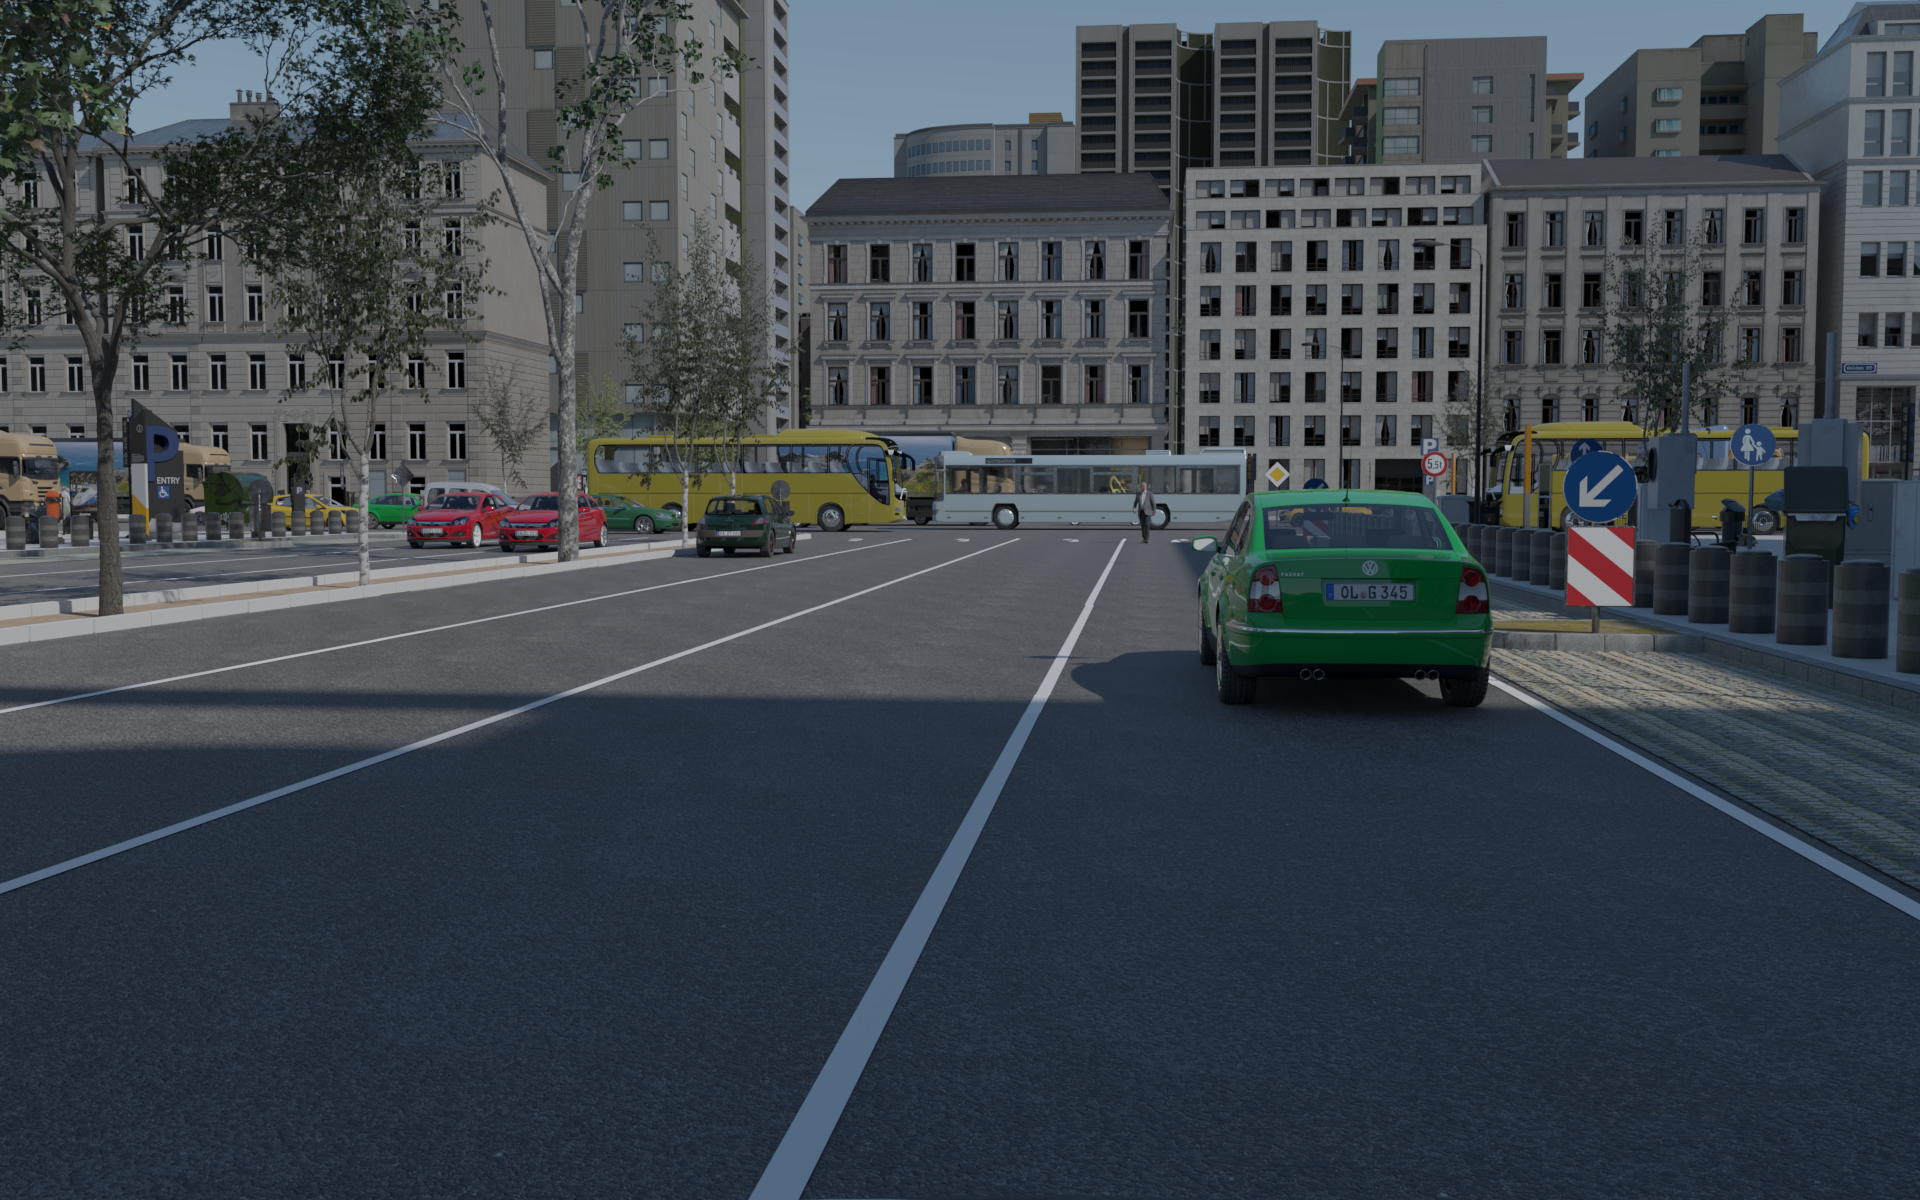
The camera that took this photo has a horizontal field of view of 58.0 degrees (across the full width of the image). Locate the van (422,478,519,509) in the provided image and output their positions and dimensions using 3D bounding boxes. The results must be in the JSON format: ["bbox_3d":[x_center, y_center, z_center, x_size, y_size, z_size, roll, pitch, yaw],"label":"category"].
[{"bbox_3d":[-16.216,-3.187,59.118,4.112,2.044,2.013,0,4,6],"label":"van"}]

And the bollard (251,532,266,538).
[{"bbox_3d":[-20.540,-2.199,50.667,0.404,0.777,0.398,0,3,0],"label":"bollard"}]

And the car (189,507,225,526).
[{"bbox_3d":[-33.014,-4.107,79.514,4.827,1.381,2.083,1,4,8],"label":"car"}]

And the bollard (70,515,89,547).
[{"bbox_3d":[-21.456,-1.682,42.219,0.404,0.777,0.398,0,3,0],"label":"bollard"}]

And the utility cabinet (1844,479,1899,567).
[{"bbox_3d":[12.862,-0.986,24.804,1.173,1.500,0.318,0,4,1],"label":"utility cabinet"}]

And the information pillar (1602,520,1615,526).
[{"bbox_3d":[13.415,-1.930,36.041,0.304,2.012,0.304,-2,4,-33],"label":"information pillar"}]

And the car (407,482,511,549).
[{"bbox_3d":[-13.470,-2.318,46.945,2.155,1.783,4.494,0,4,5],"label":"car"}]

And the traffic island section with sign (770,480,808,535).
[{"bbox_3d":[-5.908,-2.910,55.710,2.006,1.907,1.989,0,4,6],"label":"traffic island section with sign"}]

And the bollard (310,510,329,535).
[{"bbox_3d":[-20.146,-2.418,54.256,0.404,0.777,0.398,0,3,0],"label":"bollard"}]

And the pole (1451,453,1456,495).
[{"bbox_3d":[24.643,-5.671,86.566,0.158,3.312,0.155,0,3,0],"label":"pole"}]

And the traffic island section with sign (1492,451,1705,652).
[{"bbox_3d":[5.826,-0.489,16.619,1.989,1.847,2.006,0,4,6],"label":"traffic island section with sign"}]

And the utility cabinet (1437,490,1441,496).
[{"bbox_3d":[25.674,-5.220,94.033,0.318,1.500,1.173,3,5,44],"label":"utility cabinet"}]

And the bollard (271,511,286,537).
[{"bbox_3d":[-20.408,-2.272,51.861,0.404,0.777,0.398,0,3,0],"label":"bollard"}]

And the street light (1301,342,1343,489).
[{"bbox_3d":[11.120,-4.921,53.002,1.470,5.913,1.316,0,4,6],"label":"street light"}]

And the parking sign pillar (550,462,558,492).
[{"bbox_3d":[-33.363,-9.364,141.578,1.447,3.967,1.447,3,4,37],"label":"parking sign pillar"}]

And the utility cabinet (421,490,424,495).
[{"bbox_3d":[-30.605,-5.514,98.833,0.318,1.500,1.173,-1,4,-17],"label":"utility cabinet"}]

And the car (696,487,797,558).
[{"bbox_3d":[-4.957,-1.880,40.520,2.009,1.686,4.222,0,4,5],"label":"car"}]

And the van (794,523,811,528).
[{"bbox_3d":[-8.417,-4.240,73.703,5.245,2.365,2.240,0,4,6],"label":"van"}]

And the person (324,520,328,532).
[{"bbox_3d":[-22.106,-2.655,60.198,0.655,0.850,0.859,1,4,12],"label":"person"}]

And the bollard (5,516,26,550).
[{"bbox_3d":[-21.721,-1.535,39.818,0.404,0.777,0.398,0,3,0],"label":"bollard"}]

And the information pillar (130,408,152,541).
[{"bbox_3d":[-22.402,-3.423,47.314,0.504,3.616,0.183,1,4,19],"label":"information pillar"}]

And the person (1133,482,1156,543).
[{"bbox_3d":[5.340,-2.529,50.254,0.661,1.777,0.834,1,4,14],"label":"person"}]

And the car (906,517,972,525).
[{"bbox_3d":[-0.596,-4.207,81.371,3.894,1.354,1.945,0,4,4],"label":"car"}]

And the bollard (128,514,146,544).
[{"bbox_3d":[-21.195,-1.829,44.627,0.404,0.777,0.398,0,3,0],"label":"bollard"}]

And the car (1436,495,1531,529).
[{"bbox_3d":[18.324,-3.099,62.676,4.499,1.417,2.014,0,4,7],"label":"car"}]

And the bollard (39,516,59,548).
[{"bbox_3d":[-21.585,-1.608,41.015,0.404,0.777,0.398,0,3,0],"label":"bollard"}]

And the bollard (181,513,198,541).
[{"bbox_3d":[-20.931,-1.978,47.050,0.404,0.777,0.398,0,3,0],"label":"bollard"}]

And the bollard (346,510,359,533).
[{"bbox_3d":[-19.887,-2.565,56.656,0.404,0.777,0.398,0,3,0],"label":"bollard"}]

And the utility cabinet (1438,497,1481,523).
[{"bbox_3d":[12.432,-1.957,43.155,1.020,1.237,0.306,0,4,-7],"label":"utility cabinet"}]

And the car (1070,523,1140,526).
[{"bbox_3d":[6.802,-4.131,79.546,4.499,1.417,2.014,0,4,5],"label":"car"}]

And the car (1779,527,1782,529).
[{"bbox_3d":[32.683,-3.204,64.395,4.499,1.417,2.014,0,4,8],"label":"car"}]

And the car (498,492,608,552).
[{"bbox_3d":[-10.356,-2.151,44.203,2.155,1.783,4.494,0,4,5],"label":"car"}]

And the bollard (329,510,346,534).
[{"bbox_3d":[-20.019,-2.492,55.461,0.404,0.777,0.398,0,3,0],"label":"bollard"}]

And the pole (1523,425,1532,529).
[{"bbox_3d":[16.762,-3.508,51.192,0.158,3.312,0.155,0,3,0],"label":"pole"}]

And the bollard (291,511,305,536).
[{"bbox_3d":[-20.277,-2.345,53.056,0.404,0.777,0.398,0,3,0],"label":"bollard"}]

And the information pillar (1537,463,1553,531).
[{"bbox_3d":[14.061,-2.271,41.629,0.304,2.012,0.304,2,4,26],"label":"information pillar"}]

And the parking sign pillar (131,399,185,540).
[{"bbox_3d":[-22.877,-3.729,49.444,1.447,3.967,1.447,2,4,34],"label":"parking sign pillar"}]

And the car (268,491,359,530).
[{"bbox_3d":[-25.135,-3.503,67.503,3.980,1.641,2.015,0,4,7],"label":"car"}]

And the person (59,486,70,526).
[{"bbox_3d":[-40.052,-4.203,77.453,0.478,1.798,0.641,1,4,22],"label":"person"}]

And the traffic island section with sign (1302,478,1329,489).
[{"bbox_3d":[8.735,-2.128,43.417,1.989,1.847,2.006,0,4,6],"label":"traffic island section with sign"}]

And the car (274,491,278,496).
[{"bbox_3d":[-34.531,-4.518,83.660,4.222,1.686,2.009,0,4,6],"label":"car"}]

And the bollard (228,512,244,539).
[{"bbox_3d":[-20.671,-2.125,49.467,0.404,0.777,0.398,0,3,0],"label":"bollard"}]

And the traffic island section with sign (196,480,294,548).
[{"bbox_3d":[-19.072,-2.316,46.492,1.989,1.847,2.006,0,4,6],"label":"traffic island section with sign"}]

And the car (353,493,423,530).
[{"bbox_3d":[-22.369,-3.778,70.561,4.718,1.807,1.959,0,4,7],"label":"car"}]

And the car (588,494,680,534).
[{"bbox_3d":[-12.550,-3.107,62.600,4.920,1.459,2.131,0,4,8],"label":"car"}]

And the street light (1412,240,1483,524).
[{"bbox_3d":[8.971,-3.624,31.791,1.470,5.913,1.316,0,4,6],"label":"street light"}]

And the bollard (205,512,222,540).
[{"bbox_3d":[-20.801,-2.051,48.255,0.404,0.777,0.398,0,3,0],"label":"bollard"}]

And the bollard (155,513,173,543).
[{"bbox_3d":[-21.063,-1.903,45.837,0.404,0.777,0.398,0,3,0],"label":"bollard"}]

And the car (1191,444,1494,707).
[{"bbox_3d":[2.766,-0.263,13.104,1.959,1.807,4.718,0,4,5],"label":"car"}]
